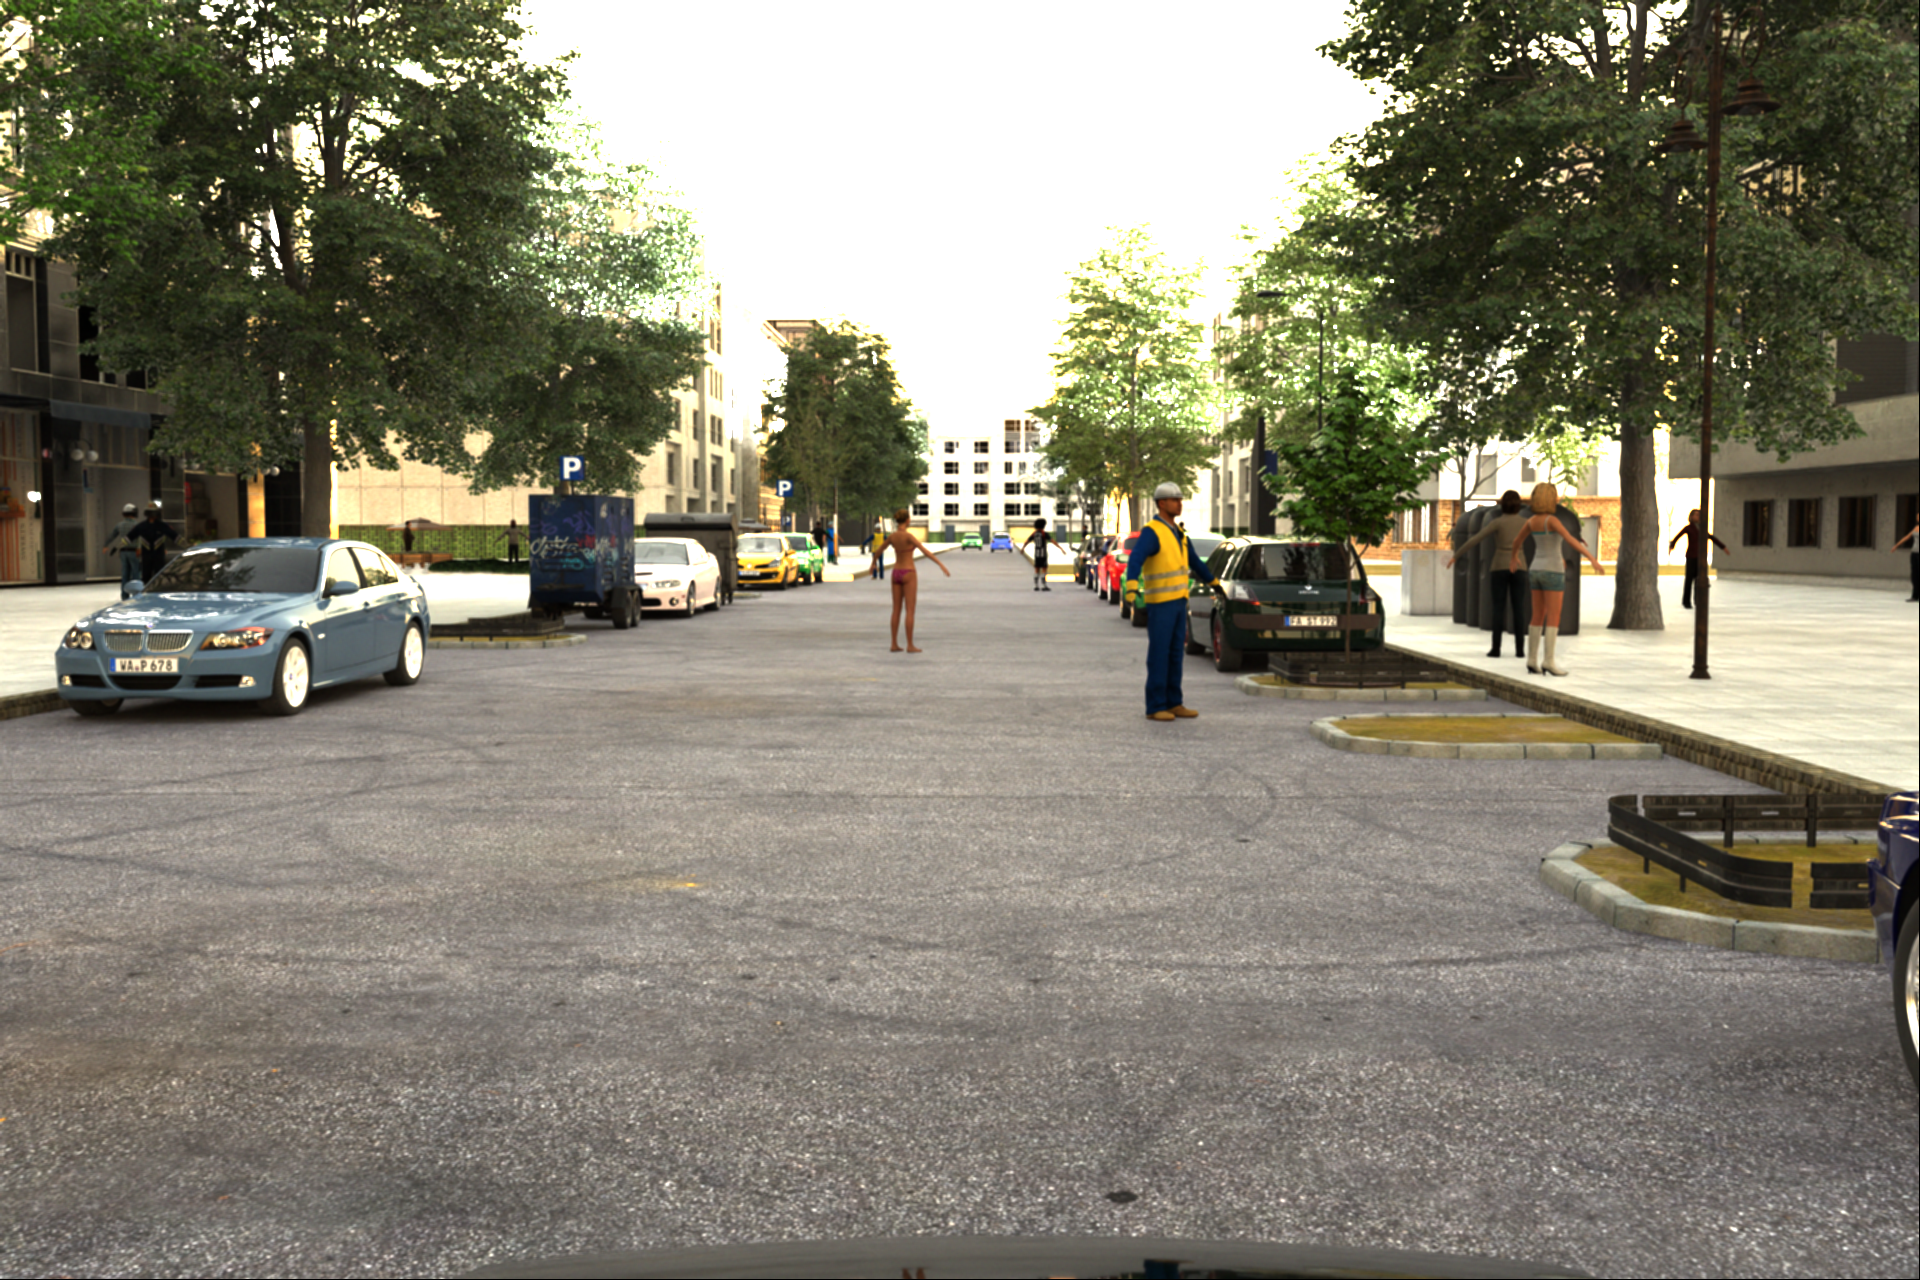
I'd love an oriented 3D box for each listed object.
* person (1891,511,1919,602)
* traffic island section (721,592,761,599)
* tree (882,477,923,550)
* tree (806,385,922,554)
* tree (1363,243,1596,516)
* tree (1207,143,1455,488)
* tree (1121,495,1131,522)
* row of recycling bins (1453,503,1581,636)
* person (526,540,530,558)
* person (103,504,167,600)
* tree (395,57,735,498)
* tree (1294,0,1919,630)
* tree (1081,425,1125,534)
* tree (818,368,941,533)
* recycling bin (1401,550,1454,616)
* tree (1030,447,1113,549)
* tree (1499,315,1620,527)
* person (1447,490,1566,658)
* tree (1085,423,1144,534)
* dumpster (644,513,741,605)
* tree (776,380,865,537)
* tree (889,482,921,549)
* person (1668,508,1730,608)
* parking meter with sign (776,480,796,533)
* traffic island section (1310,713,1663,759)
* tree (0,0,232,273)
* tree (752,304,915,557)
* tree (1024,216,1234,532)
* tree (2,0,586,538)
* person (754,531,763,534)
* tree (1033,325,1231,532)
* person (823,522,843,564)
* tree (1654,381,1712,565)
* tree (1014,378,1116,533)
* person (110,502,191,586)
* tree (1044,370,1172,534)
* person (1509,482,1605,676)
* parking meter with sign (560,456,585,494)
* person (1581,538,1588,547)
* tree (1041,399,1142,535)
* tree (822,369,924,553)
[{"bbox_3d":[18.077,-1.584,32.702,0.721,1.737,1.217,-1,4,-14],"label":"person"},{"bbox_3d":[-5.521,-0.982,38.920,1.991,0.108,1.994,0,4,1],"label":"traffic island section"},{"bbox_3d":[-6.473,-12.795,143.603,7.601,10.594,8.767,2,4,30],"label":"tree"},{"bbox_3d":[-6.230,-10.678,108.995,8.767,10.594,7.601,1,4,12],"label":"tree"},{"bbox_3d":[20.214,-9.698,68.937,12.009,13.543,11.850,0,3,0],"label":"tree"},{"bbox_3d":[10.995,-8.133,51.104,7.486,12.596,7.792,0,3,0],"label":"tree"},{"bbox_3d":[25.439,-18.197,247.880,4.360,8.622,3.978,0,3,0],"label":"tree"},{"bbox_3d":[7.468,-1.002,23.498,1.069,1.692,3.534,0,4,2],"label":"row of recycling bins"},{"bbox_3d":[-21.308,-4.716,86.369,0.599,1.433,0.991,2,4,24],"label":"person"},{"bbox_3d":[-15.771,-1.661,32.990,1.345,1.849,0.704,1,4,11],"label":"person"},{"bbox_3d":[-10.839,-8.589,47.089,9.857,13.997,8.962,0,3,0],"label":"tree"},{"bbox_3d":[9.071,-7.111,22.918,9.857,13.997,8.962,0,3,0],"label":"tree"},{"bbox_3d":[8.701,-9.806,110.693,4.360,8.622,3.978,0,3,0],"label":"tree"},{"bbox_3d":[-6.214,-13.763,131.681,9.857,13.997,8.962,0,3,0],"label":"tree"},{"bbox_3d":[7.431,-0.913,27.475,0.722,1.027,0.722,0,4,2],"label":"recycling bin"},{"bbox_3d":[9.969,-13.365,152.938,8.767,10.594,7.601,2,4,30],"label":"tree"},{"bbox_3d":[20.066,-6.573,57.830,4.737,8.622,4.395,0,3,0],"label":"tree"},{"bbox_3d":[5.719,-0.694,18.100,1.215,1.744,0.721,0,4,5],"label":"person"},{"bbox_3d":[8.605,-9.391,103.902,4.360,8.622,3.978,0,3,0],"label":"tree"},{"bbox_3d":[-5.456,-1.653,35.239,1.865,1.857,1.264,0,4,1],"label":"dumpster"},{"bbox_3d":[-7.239,-8.125,83.198,4.360,8.622,3.978,0,3,0],"label":"tree"},{"bbox_3d":[-6.115,-12.404,153.168,4.360,8.622,3.978,0,3,0],"label":"tree"},{"bbox_3d":[12.709,-1.408,29.835,1.215,1.729,0.721,-1,4,-16],"label":"person"},{"bbox_3d":[-5.604,-3.689,56.584,0.543,3.016,1.738,0,4,2],"label":"parking meter with sign"},{"bbox_3d":[3.493,0.663,12.018,1.991,0.108,1.994,0,4,1],"label":"traffic island section"},{"bbox_3d":[-12.438,-5.730,19.439,9.928,11.665,9.643,0,3,0],"label":"tree"},{"bbox_3d":[-7.089,-11.698,97.912,9.857,13.997,8.962,0,3,0],"label":"tree"},{"bbox_3d":[6.120,-8.849,62.816,7.486,12.596,7.792,0,3,0],"label":"tree"},{"bbox_3d":[-11.157,-7.530,29.772,9.857,13.997,8.962,0,3,0],"label":"tree"},{"bbox_3d":[-10.427,-5.100,89.161,0.705,1.856,1.354,-3,5,-40],"label":"person"},{"bbox_3d":[7.525,-8.619,75.337,8.767,10.594,7.601,0,4,-5],"label":"tree"},{"bbox_3d":[-5.537,-4.204,74.858,0.704,1.817,1.347,3,4,36],"label":"person"},{"bbox_3d":[29.590,-7.450,72.163,4.360,8.622,3.978,0,3,0],"label":"tree"},{"bbox_3d":[9.713,-13.796,135.926,12.009,13.543,11.850,0,3,0],"label":"tree"},{"bbox_3d":[-14.185,-1.503,30.440,1.351,1.845,0.704,-1,4,-14],"label":"person"},{"bbox_3d":[8.185,-9.593,91.258,8.767,10.594,7.601,1,4,21],"label":"tree"},{"bbox_3d":[5.404,-0.561,15.786,0.721,1.753,1.214,-1,4,-21],"label":"person"},{"bbox_3d":[-8.623,-2.644,39.487,0.543,3.016,1.738,0,4,1],"label":"parking meter with sign"},{"bbox_3d":[17.703,-2.715,50.500,1.345,1.816,0.704,-1,4,-22],"label":"person"},{"bbox_3d":[9.326,-11.927,120.762,9.928,11.665,9.643,0,3,0],"label":"tree"},{"bbox_3d":[-6.136,-12.254,118.482,7.486,12.596,7.792,0,3,0],"label":"tree"}]
